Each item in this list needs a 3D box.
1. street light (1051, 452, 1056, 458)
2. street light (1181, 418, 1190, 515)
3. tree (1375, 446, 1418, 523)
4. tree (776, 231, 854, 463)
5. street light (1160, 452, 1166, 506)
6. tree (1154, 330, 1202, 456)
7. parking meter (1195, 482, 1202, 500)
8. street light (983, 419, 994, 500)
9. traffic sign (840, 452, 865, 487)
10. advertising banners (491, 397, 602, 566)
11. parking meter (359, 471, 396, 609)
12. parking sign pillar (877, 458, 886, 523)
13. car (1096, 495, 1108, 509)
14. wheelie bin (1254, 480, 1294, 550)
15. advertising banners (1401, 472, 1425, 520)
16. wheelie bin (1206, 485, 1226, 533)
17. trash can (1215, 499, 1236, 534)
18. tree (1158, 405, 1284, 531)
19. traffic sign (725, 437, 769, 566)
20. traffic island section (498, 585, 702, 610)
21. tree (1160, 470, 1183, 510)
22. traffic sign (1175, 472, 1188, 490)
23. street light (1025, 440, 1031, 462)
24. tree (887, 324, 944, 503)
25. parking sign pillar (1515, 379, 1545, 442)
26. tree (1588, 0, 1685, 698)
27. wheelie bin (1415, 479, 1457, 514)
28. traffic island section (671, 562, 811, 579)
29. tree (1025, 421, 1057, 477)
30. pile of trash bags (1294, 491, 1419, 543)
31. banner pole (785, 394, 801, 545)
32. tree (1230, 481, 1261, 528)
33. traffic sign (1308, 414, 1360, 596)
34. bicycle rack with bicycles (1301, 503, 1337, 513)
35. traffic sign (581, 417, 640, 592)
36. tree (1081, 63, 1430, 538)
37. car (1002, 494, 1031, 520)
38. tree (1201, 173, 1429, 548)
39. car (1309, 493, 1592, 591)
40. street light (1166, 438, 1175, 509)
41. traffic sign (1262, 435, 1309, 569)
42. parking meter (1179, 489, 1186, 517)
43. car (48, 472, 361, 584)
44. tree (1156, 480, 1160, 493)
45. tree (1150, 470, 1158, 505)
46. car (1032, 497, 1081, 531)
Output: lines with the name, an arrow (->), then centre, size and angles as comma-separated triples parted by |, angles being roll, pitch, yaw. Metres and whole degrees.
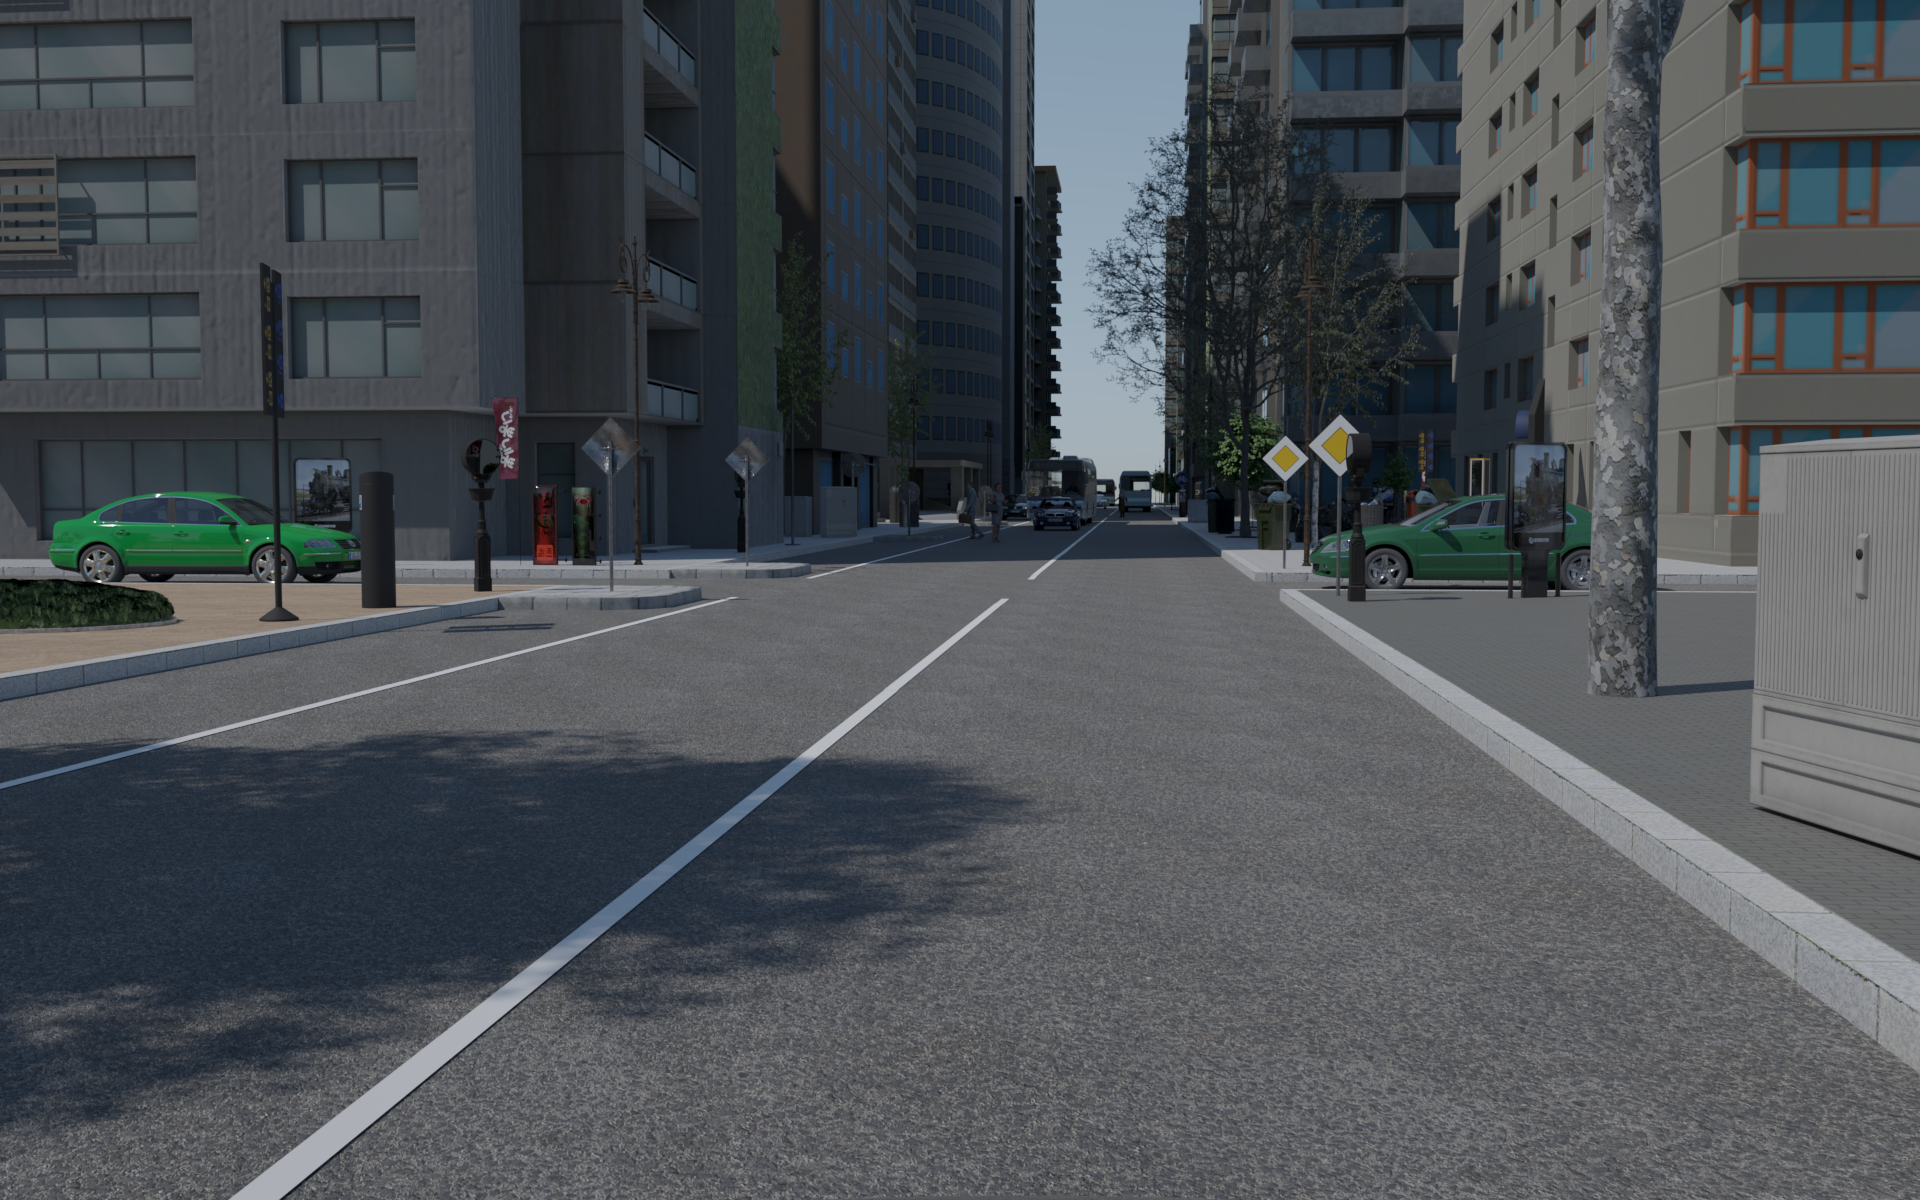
street light -> 10.423, -13.281, 189.936 | 0.468, 5.910, 1.993 | 0, 4, 6
street light -> 13.811, -8.190, 106.692 | 0.468, 5.910, 1.993 | 0, 4, 6
tree -> 17.563, -4.597, 69.757 | 1.663, 3.219, 1.824 | 0, 3, 0
tree -> -5.148, -6.059, 49.434 | 4.737, 8.622, 4.395 | 0, 3, 0
street light -> 21.316, -12.686, 180.208 | 0.468, 5.910, 1.993 | 0, 4, 6
tree -> 10.237, -7.395, 71.264 | 4.360, 8.622, 3.978 | 0, 3, 0
parking meter -> 11.376, -4.709, 82.696 | 0.255, 1.863, 0.399 | 1, 4, 22
street light -> 1.913, -8.223, 107.226 | 0.468, 5.910, 1.993 | 0, 4, 6
traffic sign -> -3.260, -3.212, 52.626 | 0.768, 2.556, 0.104 | 0, 4, 6
advertising banners -> -7.435, -2.135, 31.096 | 2.074, 3.025, 0.090 | 1, 4, 13
parking meter -> -6.570, -0.681, 19.543 | 0.372, 1.533, 0.369 | 0, 3, 0
parking sign pillar -> -4.075, -5.496, 78.332 | 1.447, 3.967, 1.447 | 1, 4, 22
car -> 13.250, -9.482, 167.392 | 2.083, 1.381, 4.827 | 0, 4, 4
wheelie bin -> 7.184, -1.941, 39.638 | 0.693, 1.594, 0.980 | -3, 4, -37
advertising banners -> 16.501, -4.074, 62.805 | 0.090, 3.025, 2.074 | -1, 4, -10
wheelie bin -> 8.517, -3.042, 57.648 | 0.693, 1.594, 0.980 | 0, 4, 7
trash can -> 8.518, -2.689, 55.623 | 0.748, 1.137, 0.748 | 0, 3, 0
tree -> 10.113, -4.711, 60.743 | 4.285, 4.588, 4.351 | 0, 3, 0
traffic sign -> -3.772, -1.654, 30.679 | 0.795, 2.450, 0.064 | 0, 4, 6
traffic island section -> -4.606, -0.032, 22.799 | 2.009, 0.180, 2.903 | 0, 4, 6
tree -> 17.084, -8.779, 138.138 | 1.663, 3.219, 1.824 | 0, 3, 0
traffic sign -> 12.980, -6.194, 101.371 | 0.768, 2.556, 0.104 | 0, 4, 6
street light -> 5.721, -10.496, 144.397 | 0.468, 5.910, 1.993 | 0, 4, 6
tree -> -2.639, -7.577, 74.240 | 4.737, 8.622, 4.395 | 0, 3, 0
parking sign pillar -> 13.163, -3.153, 40.022 | 1.447, 3.967, 1.447 | 2, 4, 27
tree -> 4.736, -9.371, 9.109 | 12.611, 20.169, 13.585 | 0, 3, 0
wheelie bin -> 9.759, -1.689, 35.525 | 0.980, 1.594, 0.693 | -3, 4, -38
traffic island section -> -3.796, -0.518, 30.743 | 2.009, 0.180, 2.903 | 0, 4, 6
tree -> 7.719, -13.667, 173.824 | 4.737, 8.622, 4.395 | 0, 3, 0
pile of trash bags -> 10.656, -2.197, 45.673 | 3.447, 1.369, 1.912 | 0, 4, -5
banner pole -> -4.221, -3.277, 43.590 | 0.401, 3.779, 0.863 | 0, 4, -6
tree -> 11.215, -4.356, 65.828 | 1.663, 3.219, 1.824 | 0, 3, 0
traffic sign -> 4.762, -1.108, 21.766 | 0.795, 2.450, 0.064 | 0, 4, 6
bicycle rack with bicycles -> 14.253, -3.218, 65.996 | 2.852, 0.926, 2.925 | -2, 4, -30
traffic sign -> -4.582, -1.168, 22.735 | 0.795, 2.450, 0.064 | 0, 4, 6
tree -> 8.211, -8.561, 50.345 | 12.009, 13.543, 11.850 | 0, 3, 0
car -> 3.177, -5.333, 96.980 | 2.009, 1.686, 4.222 | 0, 4, 4
tree -> 8.618, -5.534, 40.837 | 4.360, 8.622, 3.978 | 0, 3, 0
car -> 7.731, -0.863, 25.914 | 4.920, 1.459, 2.131 | 0, 4, 7
street light -> 17.580, -10.447, 143.591 | 0.468, 5.910, 1.993 | 0, 4, 6
traffic sign -> 5.572, -1.594, 29.710 | 0.795, 2.450, 0.064 | 0, 4, 6
parking meter -> 12.276, -5.329, 95.536 | 0.372, 1.533, 0.369 | 0, 3, 0
car -> -11.778, -1.130, 27.269 | 4.718, 1.807, 1.959 | 0, 4, 4
tree -> 23.674, -12.706, 202.348 | 1.663, 3.219, 1.824 | 0, 3, 0
tree -> 24.478, -13.918, 211.279 | 4.285, 4.588, 4.351 | 0, 3, 0
car -> 3.875, -3.446, 68.915 | 1.945, 1.354, 3.894 | 0, 4, 6
